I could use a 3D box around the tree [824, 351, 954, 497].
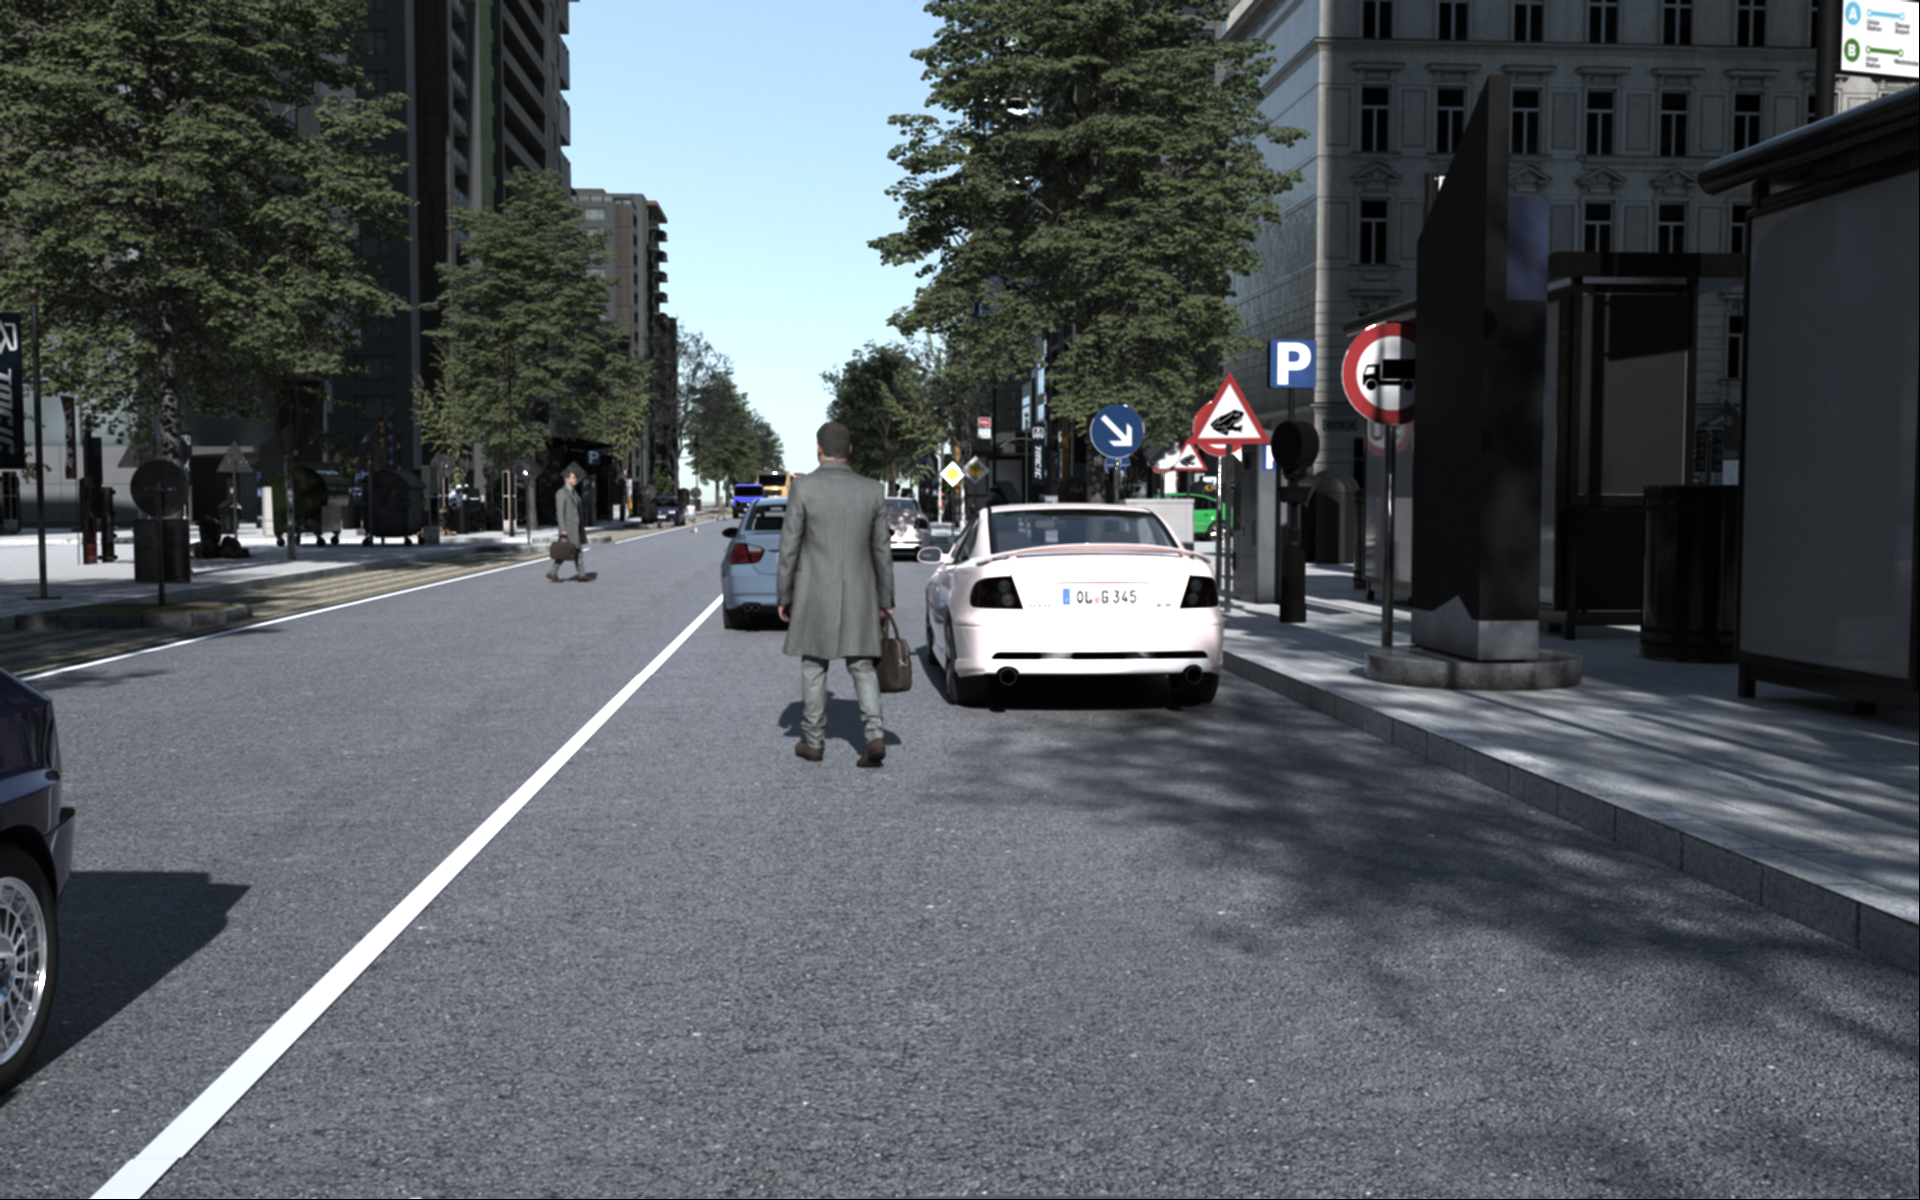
[{"bbox_3d":[-4.294,-10.900,112.634,8.767,10.594,7.601,-2,4,-27],"label":"tree"}]

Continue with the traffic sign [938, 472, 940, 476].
[{"bbox_3d":[-1.341,-5.980,97.878,0.768,2.556,0.104,0,4,5],"label":"traffic sign"}]

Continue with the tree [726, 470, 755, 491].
[{"bbox_3d":[-25.739,-13.445,203.539,4.285,4.588,4.351,0,3,0],"label":"tree"}]

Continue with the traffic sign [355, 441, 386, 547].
[{"bbox_3d":[-14.221,-2.548,41.772,0.768,2.556,0.104,0,4,5],"label":"traffic sign"}]

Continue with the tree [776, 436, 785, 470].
[{"bbox_3d":[-31.440,-21.785,274.313,7.486,12.596,7.792,0,3,0],"label":"tree"}]

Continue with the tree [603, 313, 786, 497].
[{"bbox_3d":[-19.543,-12.717,118.293,12.009,13.543,11.850,0,3,0],"label":"tree"}]

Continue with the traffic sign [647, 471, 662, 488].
[{"bbox_3d":[-17.027,-5.900,96.461,0.884,2.594,0.081,0,4,3],"label":"traffic sign"}]

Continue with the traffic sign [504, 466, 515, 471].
[{"bbox_3d":[-20.141,-4.748,77.735,0.768,2.556,0.104,0,4,-4],"label":"traffic sign"}]

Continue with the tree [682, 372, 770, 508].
[{"bbox_3d":[-22.081,-14.702,158.511,7.486,12.596,7.792,0,3,0],"label":"tree"}]

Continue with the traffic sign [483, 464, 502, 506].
[{"bbox_3d":[-18.629,-4.213,68.988,0.768,2.556,0.104,0,4,1],"label":"traffic sign"}]

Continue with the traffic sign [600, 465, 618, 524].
[{"bbox_3d":[-15.283,-4.607,75.431,0.768,2.556,0.104,0,4,3],"label":"traffic sign"}]

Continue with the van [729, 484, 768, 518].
[{"bbox_3d":[-12.611,-6.065,103.543,2.240,2.365,5.245,0,4,-6],"label":"van"}]

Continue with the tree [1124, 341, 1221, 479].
[{"bbox_3d":[8.592,-7.382,71.064,4.360,8.622,3.978,0,3,0],"label":"tree"}]

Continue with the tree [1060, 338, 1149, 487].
[{"bbox_3d":[6.396,-7.737,76.870,4.737,8.622,4.395,0,3,0],"label":"tree"}]

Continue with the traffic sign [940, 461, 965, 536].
[{"bbox_3d":[-0.223,-2.996,52.634,0.795,2.450,0.064,0,4,-4],"label":"traffic sign"}]

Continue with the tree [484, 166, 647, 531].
[{"bbox_3d":[-14.803,-8.688,60.168,7.486,12.596,7.792,0,3,0],"label":"tree"}]

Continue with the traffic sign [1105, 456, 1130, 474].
[{"bbox_3d":[4.726,-3.178,52.060,0.768,2.556,0.104,0,4,1],"label":"traffic sign"}]

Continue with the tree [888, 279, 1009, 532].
[{"bbox_3d":[-0.098,-6.597,58.222,4.360,8.622,3.978,0,3,0],"label":"tree"}]

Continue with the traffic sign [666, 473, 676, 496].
[{"bbox_3d":[-18.088,-6.577,107.545,0.884,2.594,0.081,0,4,-2],"label":"traffic sign"}]

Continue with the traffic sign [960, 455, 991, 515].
[{"bbox_3d":[0.393,-2.509,44.672,0.795,2.450,0.064,0,4,-4],"label":"traffic sign"}]

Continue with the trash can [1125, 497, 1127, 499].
[{"bbox_3d":[8.373,-4.797,90.090,0.748,1.137,0.748,0,3,0],"label":"trash can"}]

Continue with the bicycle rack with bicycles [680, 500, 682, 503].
[{"bbox_3d":[-19.353,-6.087,112.901,2.852,0.926,2.925,-1,4,-17],"label":"bicycle rack with bicycles"}]

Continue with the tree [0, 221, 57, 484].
[{"bbox_3d":[-22.645,-5.468,39.768,4.360,8.622,3.978,0,3,0],"label":"tree"}]

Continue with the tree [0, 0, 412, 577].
[{"bbox_3d":[-12.066,-6.604,26.110,7.486,12.596,7.792,0,3,0],"label":"tree"}]

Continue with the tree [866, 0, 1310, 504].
[{"bbox_3d":[2.243,-6.850,30.130,7.486,12.596,7.792,0,3,0],"label":"tree"}]

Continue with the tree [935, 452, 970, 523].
[{"bbox_3d":[-0.546,-5.090,77.823,1.663,3.219,1.824,0,3,0],"label":"tree"}]

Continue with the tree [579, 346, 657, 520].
[{"bbox_3d":[-16.850,-8.298,86.041,4.737,8.622,4.395,0,3,0],"label":"tree"}]

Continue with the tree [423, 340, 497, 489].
[{"bbox_3d":[-23.360,-7.959,80.491,4.737,8.622,4.395,0,3,0],"label":"tree"}]

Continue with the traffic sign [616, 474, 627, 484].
[{"bbox_3d":[-20.994,-6.570,107.518,0.768,2.556,0.104,0,4,-3],"label":"traffic sign"}]

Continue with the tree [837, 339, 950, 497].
[{"bbox_3d":[-5.538,-14.380,141.761,9.857,13.997,8.962,0,3,0],"label":"tree"}]

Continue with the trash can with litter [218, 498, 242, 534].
[{"bbox_3d":[-23.444,-2.672,55.069,0.624,1.170,1.055,2,4,35],"label":"trash can with litter"}]

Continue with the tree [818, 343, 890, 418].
[{"bbox_3d":[-11.397,-22.114,217.449,12.611,20.169,13.585,0,3,0],"label":"tree"}]

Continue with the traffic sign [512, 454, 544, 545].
[{"bbox_3d":[-10.919,-2.457,43.821,0.795,2.450,0.064,0,4,-4],"label":"traffic sign"}]

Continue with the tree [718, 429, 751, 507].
[{"bbox_3d":[-22.893,-13.531,171.592,4.360,8.622,3.978,0,3,0],"label":"tree"}]

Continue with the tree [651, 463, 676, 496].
[{"bbox_3d":[-18.222,-6.727,104.588,1.663,3.219,1.824,0,3,0],"label":"tree"}]

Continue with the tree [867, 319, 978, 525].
[{"bbox_3d":[-1.056,-7.470,72.500,4.737,8.622,4.395,0,3,0],"label":"tree"}]

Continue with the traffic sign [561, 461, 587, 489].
[{"bbox_3d":[-11.535,-2.944,51.783,0.795,2.450,0.064,0,4,-4],"label":"traffic sign"}]

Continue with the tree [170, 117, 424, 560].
[{"bbox_3d":[-13.010,-5.082,33.447,4.737,8.622,4.395,0,3,0],"label":"tree"}]

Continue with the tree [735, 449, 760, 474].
[{"bbox_3d":[-27.169,-16.288,216.670,4.737,8.622,4.395,0,3,0],"label":"tree"}]

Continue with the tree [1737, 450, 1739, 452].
[{"bbox_3d":[17.930,-2.665,38.182,1.663,3.219,1.824,0,3,0],"label":"tree"}]

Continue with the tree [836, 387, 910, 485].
[{"bbox_3d":[-9.334,-16.074,179.819,9.611,12.733,9.660,0,3,0],"label":"tree"}]

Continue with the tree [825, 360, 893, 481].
[{"bbox_3d":[-7.411,-14.974,155.200,12.009,13.543,11.850,0,3,0],"label":"tree"}]

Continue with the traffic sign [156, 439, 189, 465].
[{"bbox_3d":[-16.895,-2.265,37.133,0.768,2.556,0.104,0,4,4],"label":"traffic sign"}]

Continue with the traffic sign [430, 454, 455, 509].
[{"bbox_3d":[-16.320,-3.334,54.615,0.768,2.556,0.104,0,4,-1],"label":"traffic sign"}]

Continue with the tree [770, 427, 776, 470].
[{"bbox_3d":[-25.697,-16.587,189.319,7.486,12.596,7.792,0,3,0],"label":"tree"}]

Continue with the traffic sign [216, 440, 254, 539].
[{"bbox_3d":[-17.505,-2.557,41.810,0.884,2.594,0.081,0,4,-3],"label":"traffic sign"}]
